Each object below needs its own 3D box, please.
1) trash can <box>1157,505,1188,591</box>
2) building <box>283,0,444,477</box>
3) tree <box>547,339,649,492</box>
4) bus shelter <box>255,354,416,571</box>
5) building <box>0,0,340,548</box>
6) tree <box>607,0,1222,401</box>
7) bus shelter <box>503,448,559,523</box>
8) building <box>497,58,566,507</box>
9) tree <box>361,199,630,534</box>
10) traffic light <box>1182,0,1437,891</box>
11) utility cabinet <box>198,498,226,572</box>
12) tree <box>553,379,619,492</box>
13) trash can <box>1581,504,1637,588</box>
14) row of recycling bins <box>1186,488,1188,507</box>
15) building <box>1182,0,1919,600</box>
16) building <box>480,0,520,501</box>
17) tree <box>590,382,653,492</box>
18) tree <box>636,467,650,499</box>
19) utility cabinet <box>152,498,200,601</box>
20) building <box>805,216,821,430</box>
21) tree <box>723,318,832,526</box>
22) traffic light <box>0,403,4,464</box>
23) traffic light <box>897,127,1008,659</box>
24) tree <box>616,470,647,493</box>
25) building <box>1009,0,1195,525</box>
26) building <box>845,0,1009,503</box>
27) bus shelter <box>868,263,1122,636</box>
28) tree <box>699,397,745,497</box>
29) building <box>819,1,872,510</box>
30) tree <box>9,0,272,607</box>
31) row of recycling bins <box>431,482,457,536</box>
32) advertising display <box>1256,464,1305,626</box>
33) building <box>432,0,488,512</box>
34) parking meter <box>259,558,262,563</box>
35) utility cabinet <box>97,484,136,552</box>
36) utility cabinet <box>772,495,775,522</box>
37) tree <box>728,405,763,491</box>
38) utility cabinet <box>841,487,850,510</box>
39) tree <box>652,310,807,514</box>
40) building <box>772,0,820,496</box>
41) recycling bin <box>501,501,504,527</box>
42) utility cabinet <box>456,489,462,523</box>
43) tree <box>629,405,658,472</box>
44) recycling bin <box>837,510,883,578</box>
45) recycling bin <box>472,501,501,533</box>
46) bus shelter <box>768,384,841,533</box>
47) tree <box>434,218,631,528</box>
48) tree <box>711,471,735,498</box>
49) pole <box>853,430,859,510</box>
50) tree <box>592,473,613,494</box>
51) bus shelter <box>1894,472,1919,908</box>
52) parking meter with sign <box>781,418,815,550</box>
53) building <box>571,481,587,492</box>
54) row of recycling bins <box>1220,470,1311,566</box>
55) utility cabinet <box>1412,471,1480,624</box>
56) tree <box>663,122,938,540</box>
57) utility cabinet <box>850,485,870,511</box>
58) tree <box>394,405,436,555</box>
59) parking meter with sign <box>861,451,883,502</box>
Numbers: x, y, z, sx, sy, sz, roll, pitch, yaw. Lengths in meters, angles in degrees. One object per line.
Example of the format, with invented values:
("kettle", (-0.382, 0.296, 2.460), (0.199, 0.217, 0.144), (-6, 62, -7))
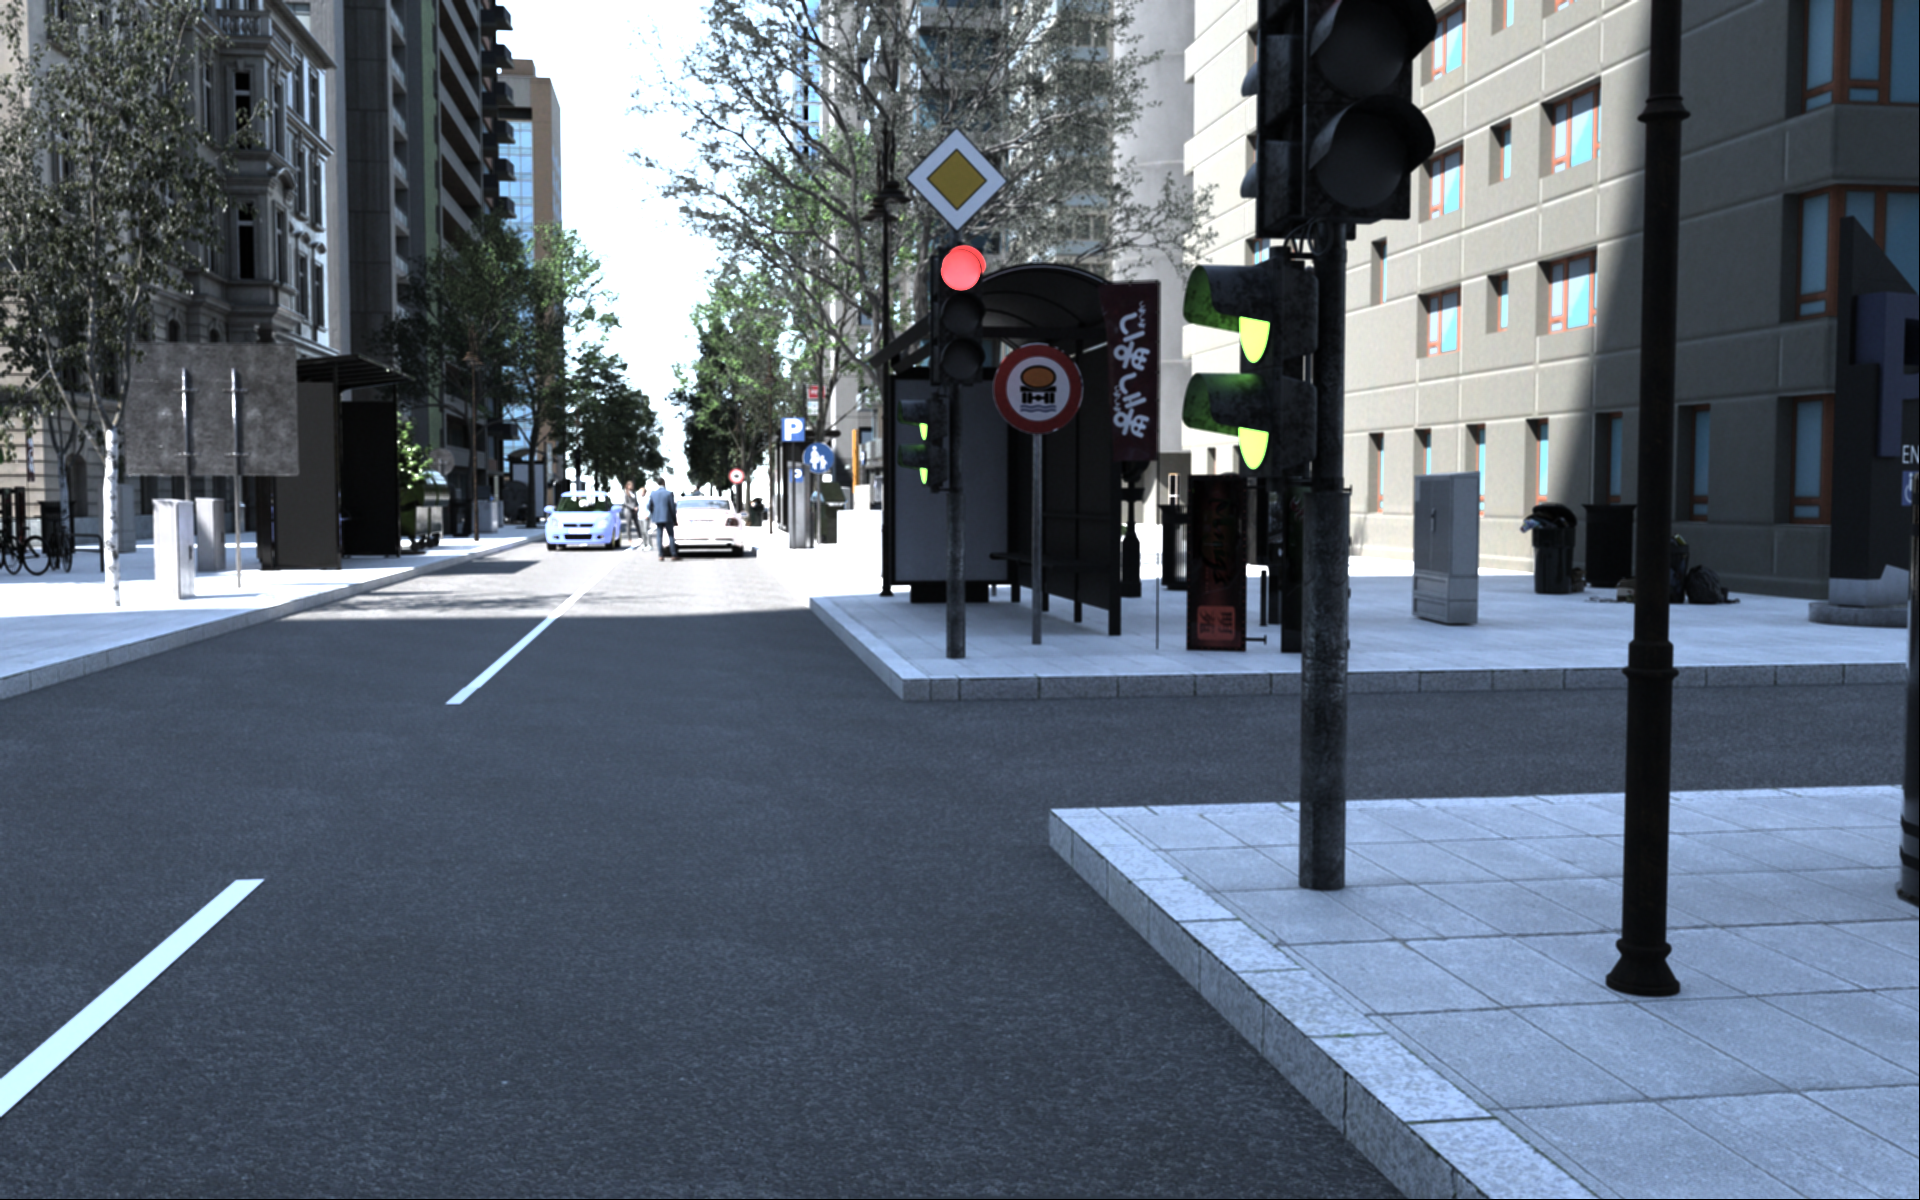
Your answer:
("trash can", (3.008, -0.707, 23.213), (0.748, 1.137, 0.748), (0, 3, 0))
("building", (-35.630, -24.901, 90.720), (14.154, 41.232, 14.086), (-1, 4, -9))
("tree", (-26.634, -12.767, 126.866), (7.486, 12.596, 7.792), (0, 3, 0))
("bus shelter", (-11.379, -2.487, 31.941), (1.731, 3.624, 6.357), (-1, 4, -9))
("building", (-29.509, -14.529, 56.634), (14.460, 24.649, 34.723), (-1, 4, -9))
("tree", (-1.080, -7.313, 29.938), (12.009, 13.543, 11.850), (0, 3, 0))
("bus shelter", (-19.652, -5.240, 79.603), (2.014, 3.302, 5.546), (-1, 4, -9))
("building", (-49.206, -32.531, 181.993), (14.600, 45.320, 14.200), (-1, 4, -9))
("tree", (-15.241, -7.339, 54.399), (7.601, 10.594, 8.767), (0, 4, 1))
("traffic light", (1.165, -1.017, 5.553), (0.839, 4.253, 0.868), (-1, 4, -9))
("utility cabinet", (-12.547, -1.093, 29.034), (0.306, 1.237, 1.020), (-1, 4, -14))
("tree", (-23.387, -9.722, 109.324), (4.737, 8.622, 4.395), (0, 3, 0))
("trash can", (8.928, -0.744, 23.825), (0.748, 1.137, 0.748), (0, 3, 0))
("row of recycling bins", (7.881, -2.653, 50.494), (1.069, 1.692, 3.534), (-2, 4, -32))
("building", (22.535, -11.682, 36.046), (28.899, 21.520, 27.650), (-1, 4, -9))
("building", (-45.999, -29.229, 132.522), (22.147, 44.769, 28.867), (-1, 4, -9))
("tree", (-33.599, -15.929, 177.445), (9.611, 12.733, 9.660), (0, 3, 0))
("tree", (-40.531, -16.330, 217.364), (4.360, 8.622, 3.978), (0, 3, 0))
("utility cabinet", (-9.648, -0.620, 21.299), (0.306, 1.237, 1.020), (-1, 4, -14))
("building", (-5.635, -31.393, 205.164), (32.217, 40.220, 23.993), (-1, 4, -9))
("tree", (-7.398, -7.254, 68.966), (4.360, 8.622, 3.978), (0, 3, 0))
("traffic light", (-7.324, -1.431, 12.313), (0.839, 4.253, 0.868), (-1, 4, -9))
("traffic light", (-0.051, -1.500, 13.445), (0.839, 4.253, 0.868), (-1, 4, -9))
("tree", (-38.910, -13.719, 208.025), (4.285, 4.588, 4.351), (0, 3, 0))
("building", (15.365, -23.697, 79.333), (32.217, 40.220, 23.993), (-1, 4, -9))
("building", (4.934, -30.242, 114.058), (23.786, 49.044, 30.456), (-1, 4, -9))
("bus shelter", (0.328, -1.468, 17.926), (2.014, 3.302, 5.546), (-1, 4, -9))
("tree", (-26.682, -16.830, 193.304), (7.486, 12.596, 7.792), (0, 3, 0))
("building", (-1.002, -36.727, 142.481), (21.231, 58.520, 28.212), (-1, 4, -9))
("tree", (-9.758, -4.235, 19.603), (4.360, 8.622, 3.978), (0, 3, 0))
("row of recycling bins", (-16.415, -2.873, 54.089), (1.069, 1.692, 3.534), (0, 4, -8))
("advertising display", (3.179, -0.730, 17.157), (0.123, 1.923, 0.974), (2, 4, 32))
("building", (-41.888, -29.593, 107.555), (21.300, 48.544, 21.600), (-1, 4, -9))
("parking meter", (-12.990, -1.477, 32.564), (0.372, 1.533, 0.369), (0, 3, 0))
("utility cabinet", (-18.517, -1.796, 38.049), (1.173, 1.500, 0.318), (3, 5, 41))
("utility cabinet", (-8.312, -4.259, 80.799), (1.020, 1.237, 0.306), (-2, 4, -28))
("tree", (-15.837, -10.679, 124.962), (4.737, 8.622, 4.395), (0, 3, 0))
("utility cabinet", (-3.882, -2.763, 53.856), (0.318, 1.500, 1.173), (3, 4, 38))
("tree", (-13.533, -11.521, 105.374), (9.611, 12.733, 9.660), (0, 3, 0))
("building", (-13.923, -56.183, 231.261), (22.319, 86.520, 31.000), (-1, 4, -9))
("recycling bin", (-18.046, -3.332, 67.035), (0.722, 1.027, 0.722), (-1, 4, -14))
("utility cabinet", (-21.860, -4.049, 74.877), (0.318, 1.500, 1.173), (0, 4, 1))
("tree", (-31.393, -13.803, 160.087), (7.601, 10.594, 8.767), (0, 4, -3))
("recycling bin", (-1.478, -0.877, 26.899), (0.722, 1.027, 0.722), (1, 4, 10))
("recycling bin", (-15.684, -2.723, 57.082), (0.722, 1.027, 0.722), (0, 4, 0))
("bus shelter", (-5.569, -5.089, 60.838), (2.179, 5.291, 8.768), (-1, 4, -9))
("tree", (-15.980, -8.507, 64.850), (9.928, 11.665, 9.643), (0, 3, 0))
("tree", (-28.575, -13.738, 208.336), (4.285, 4.588, 4.351), (0, 3, 0))
("pole", (-3.295, -3.735, 54.911), (0.158, 3.312, 0.155), (0, 3, 0))
("tree", (-27.339, -8.504, 133.643), (1.663, 3.219, 1.824), (0, 3, 0))
("bus shelter", (3.759, -1.448, 1.302), (2.179, 5.291, 8.768), (-1, 4, -9))
("parking meter with sign", (-3.726, -2.700, 40.403), (0.543, 3.016, 1.738), (0, 4, 5))
("building", (-65.225, -32.542, 223.944), (32.217, 40.220, 23.993), (-1, 4, -9))
("row of recycling bins", (5.576, -1.498, 31.597), (1.069, 1.692, 3.534), (-1, 4, -22))
("utility cabinet", (4.862, -0.533, 17.401), (0.318, 1.500, 1.173), (0, 4, -2))
("tree", (-3.926, -7.520, 48.712), (9.928, 11.665, 9.643), (0, 3, 0))
("utility cabinet", (-2.312, -1.955, 40.641), (0.318, 1.500, 1.173), (0, 4, -7))
("tree", (-12.023, -2.576, 36.713), (1.663, 3.219, 1.824), (0, 3, 0))
("parking meter with sign", (-3.137, -4.580, 71.150), (1.738, 3.016, 0.543), (-1, 4, -15))
